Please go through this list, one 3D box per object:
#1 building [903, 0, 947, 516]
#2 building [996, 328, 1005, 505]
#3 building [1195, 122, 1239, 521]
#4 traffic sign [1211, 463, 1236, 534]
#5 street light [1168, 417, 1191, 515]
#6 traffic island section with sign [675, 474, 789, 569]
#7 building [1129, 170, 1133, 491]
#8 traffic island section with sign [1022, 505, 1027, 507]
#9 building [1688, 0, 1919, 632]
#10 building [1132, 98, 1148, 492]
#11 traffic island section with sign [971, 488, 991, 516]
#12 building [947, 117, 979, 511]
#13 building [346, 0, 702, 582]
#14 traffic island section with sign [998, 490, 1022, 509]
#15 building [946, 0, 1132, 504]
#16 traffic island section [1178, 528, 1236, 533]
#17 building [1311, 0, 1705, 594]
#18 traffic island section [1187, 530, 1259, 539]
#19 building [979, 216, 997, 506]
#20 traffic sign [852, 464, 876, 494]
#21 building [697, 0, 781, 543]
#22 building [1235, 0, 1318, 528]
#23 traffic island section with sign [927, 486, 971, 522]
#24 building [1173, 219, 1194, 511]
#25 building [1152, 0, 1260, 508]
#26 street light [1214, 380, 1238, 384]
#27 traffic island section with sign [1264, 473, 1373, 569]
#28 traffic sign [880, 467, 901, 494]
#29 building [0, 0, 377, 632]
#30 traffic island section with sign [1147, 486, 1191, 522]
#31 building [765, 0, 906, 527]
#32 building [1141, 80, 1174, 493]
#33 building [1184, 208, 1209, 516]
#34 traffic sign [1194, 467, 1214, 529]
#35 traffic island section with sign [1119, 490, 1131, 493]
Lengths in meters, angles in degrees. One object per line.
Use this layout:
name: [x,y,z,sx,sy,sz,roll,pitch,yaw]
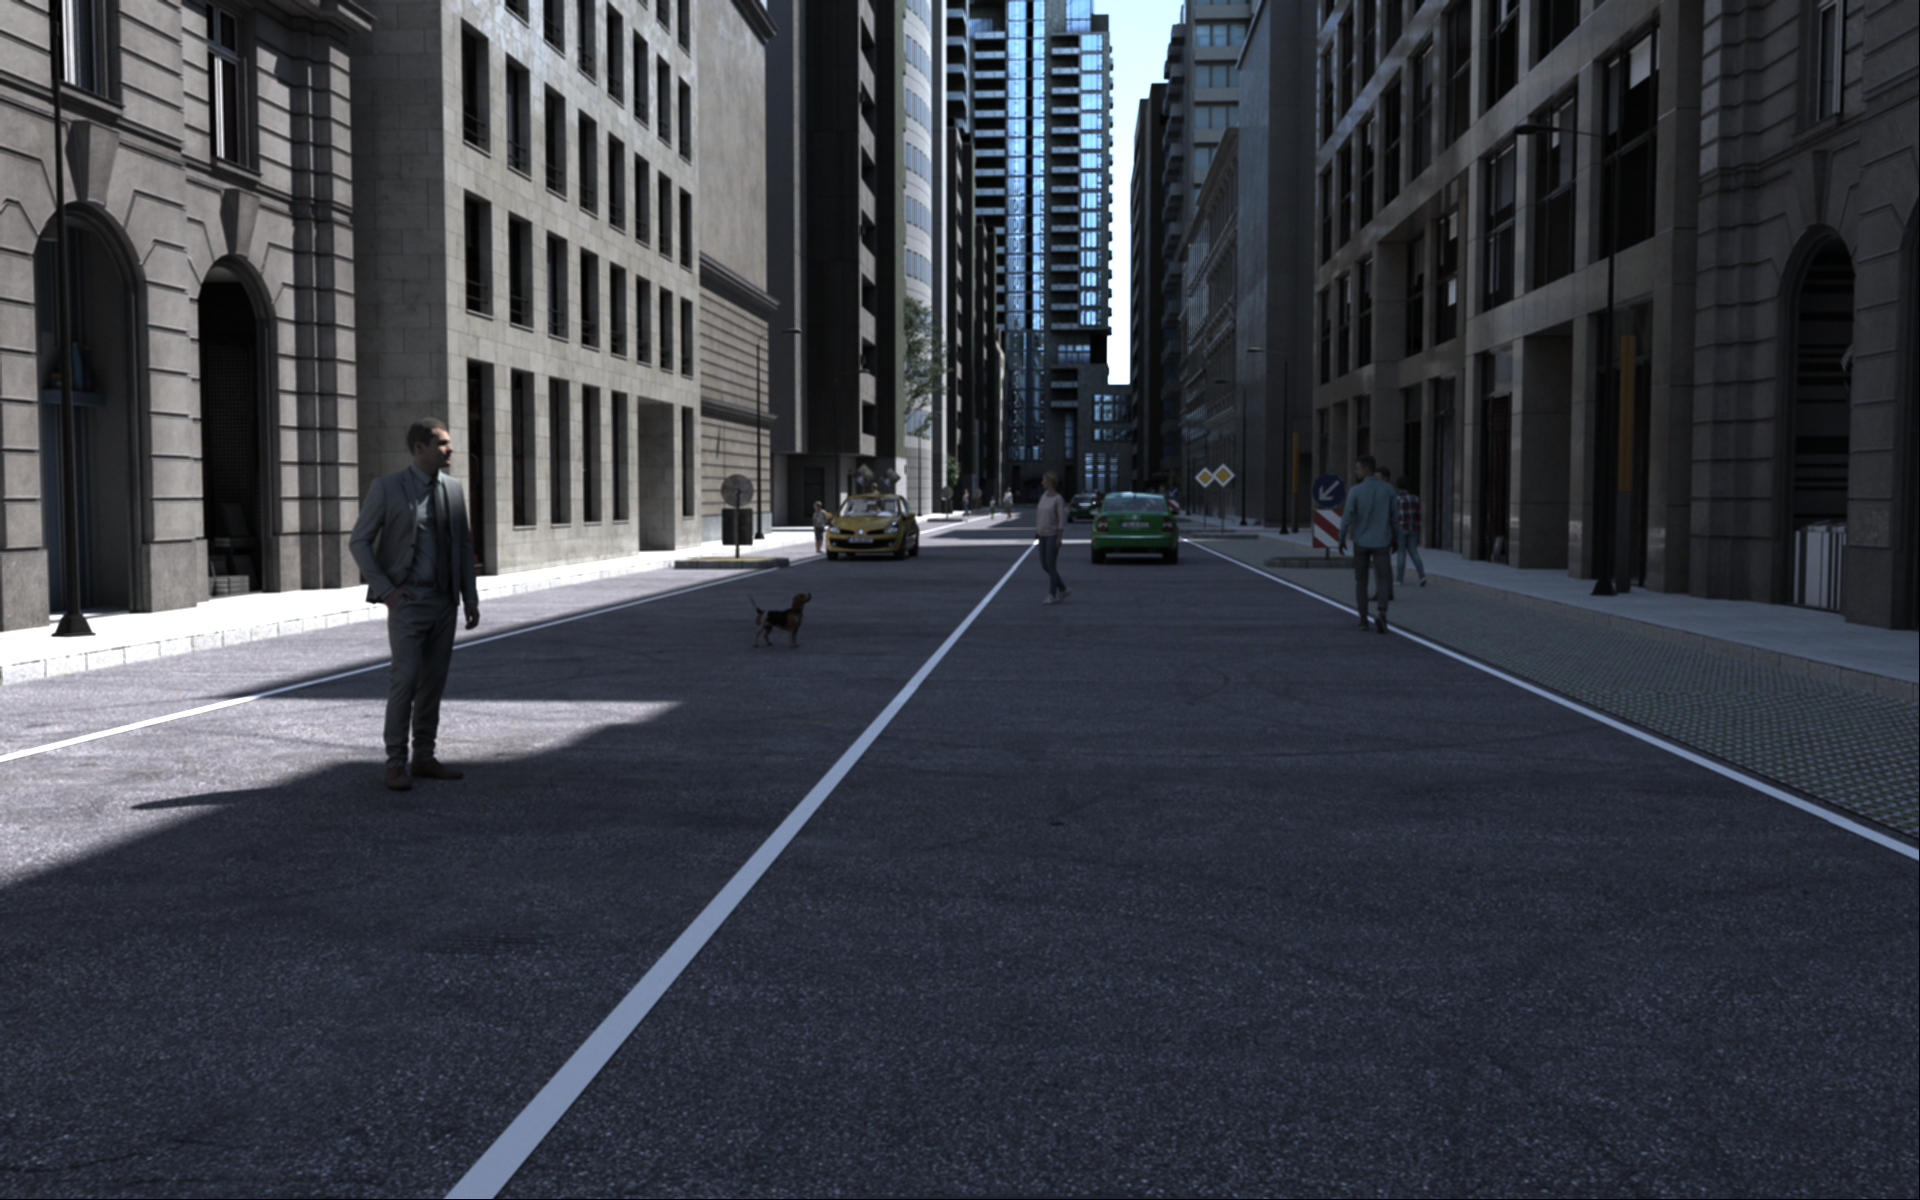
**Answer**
building: [-12.330,-34.347,103.581,21.231,58.520,28.212,0,4,4]
building: [-9.740,-21.953,203.970,28.899,21.520,27.650,0,4,4]
building: [18.698,-15.526,90.004,11.583,22.565,21.152,0,4,4]
traffic sign: [8.512,-3.207,56.080,0.795,2.450,0.064,0,4,4]
street light: [13.271,-8.081,104.666,1.470,5.913,1.316,0,4,4]
traffic island section with sign: [-4.412,-1.551,33.988,1.989,1.847,2.006,0,4,4]
building: [29.707,-35.406,229.001,14.200,45.320,14.600,0,4,4]
traffic island section with sign: [6.525,-11.330,193.868,1.989,1.847,2.006,0,4,4]
building: [14.214,-10.238,9.199,13.314,21.916,24.055,0,4,4]
building: [31.227,-35.412,202.695,21.300,48.544,21.600,0,4,4]
traffic island section with sign: [1.219,-6.594,116.442,1.989,1.847,2.006,0,4,4]
building: [-6.205,-22.110,133.192,14.160,30.474,14.107,0,4,4]
building: [-11.992,-10.918,33.266,10.420,20.320,16.860,0,4,4]
traffic island section with sign: [4.683,-9.685,166.976,1.989,1.847,2.006,0,4,4]
building: [7.370,-56.250,232.352,31.000,86.520,22.319,0,4,4]
traffic island section: [9.081,-2.559,64.122,2.009,0.180,2.903,0,4,4]
building: [19.811,-14.268,37.795,19.350,26.468,34.151,0,4,4]
traffic island section: [8.536,-2.072,56.156,2.009,0.180,2.903,0,4,4]
building: [-3.548,-24.932,179.336,14.160,30.474,14.107,0,4,4]
traffic sign: [-3.154,-3.257,56.896,0.795,2.450,0.064,0,4,4]
building: [-23.284,-14.179,50.917,34.723,24.649,14.460,0,4,4]
building: [26.708,-15.281,68.904,30.058,24.678,14.314,0,4,4]
traffic island section with sign: [-0.619,-4.943,89.449,1.989,1.847,2.006,0,4,4]
building: [21.869,-18.331,128.592,11.050,23.489,19.941,0,4,4]
building: [30.467,-33.186,162.192,23.786,49.044,30.456,0,4,4]
street light: [11.067,-6.008,70.774,1.470,5.913,1.316,0,4,4]
traffic island section with sign: [7.032,-1.555,34.057,1.989,1.847,2.006,0,4,4]
traffic sign: [-2.609,-3.744,64.862,0.795,2.450,0.064,0,4,4]
building: [-14.968,-10.428,12.302,13.314,21.916,24.055,0,4,4]
traffic island section with sign: [10.759,-4.895,88.664,1.989,1.847,2.006,0,4,4]
building: [-9.915,-18.371,72.061,14.160,30.474,14.107,0,4,4]
building: [26.930,-32.726,185.178,14.600,45.320,14.200,0,4,4]
building: [19.612,-15.936,109.709,9.793,20.994,18.267,0,4,4]
traffic sign: [9.057,-3.694,64.047,0.795,2.450,0.064,0,4,4]
traffic island section with sign: [17.874,-11.248,192.533,1.989,1.847,2.006,0,4,4]
